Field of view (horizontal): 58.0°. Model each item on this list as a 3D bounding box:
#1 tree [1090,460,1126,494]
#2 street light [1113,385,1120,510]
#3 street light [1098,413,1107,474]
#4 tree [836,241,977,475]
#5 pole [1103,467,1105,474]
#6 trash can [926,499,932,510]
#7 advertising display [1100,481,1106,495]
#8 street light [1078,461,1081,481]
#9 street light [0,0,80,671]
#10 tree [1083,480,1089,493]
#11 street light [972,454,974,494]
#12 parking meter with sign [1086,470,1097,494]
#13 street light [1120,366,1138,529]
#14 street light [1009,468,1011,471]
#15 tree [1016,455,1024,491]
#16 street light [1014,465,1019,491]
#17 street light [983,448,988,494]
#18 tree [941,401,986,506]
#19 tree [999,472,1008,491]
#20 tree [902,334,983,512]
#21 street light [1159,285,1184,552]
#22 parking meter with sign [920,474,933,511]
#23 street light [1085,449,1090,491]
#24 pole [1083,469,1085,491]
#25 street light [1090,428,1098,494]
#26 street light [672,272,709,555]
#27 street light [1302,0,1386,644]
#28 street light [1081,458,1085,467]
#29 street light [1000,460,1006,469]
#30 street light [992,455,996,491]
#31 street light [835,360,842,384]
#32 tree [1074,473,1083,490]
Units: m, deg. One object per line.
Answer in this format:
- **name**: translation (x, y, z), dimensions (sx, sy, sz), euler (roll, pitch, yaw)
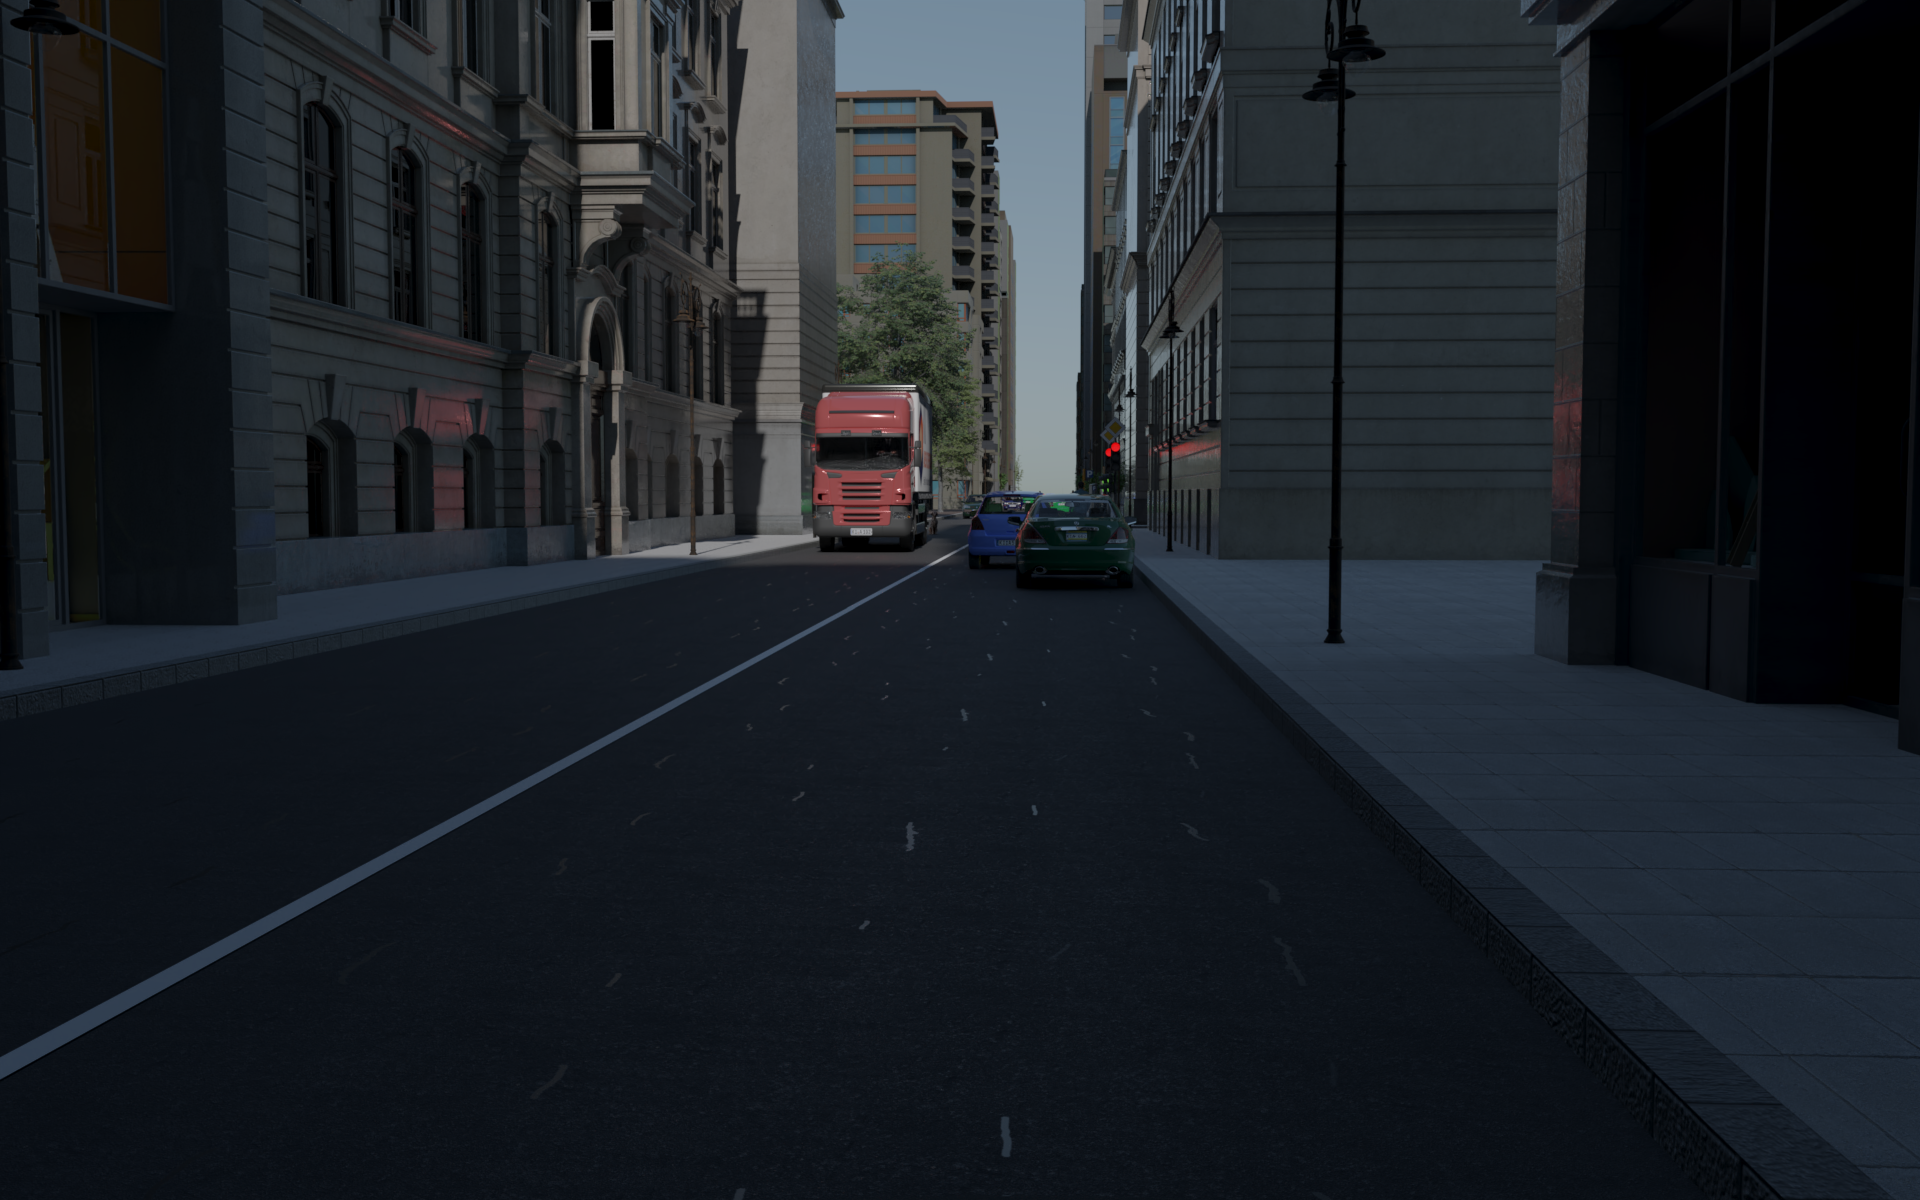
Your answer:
- **tree**: translation (7.615, -5.564, 85.573), dimensions (1.663, 3.219, 1.824), euler (0, 3, 0)
- **street light**: translation (6.744, -6.158, 73.477), dimensions (0.468, 5.910, 1.993), euler (0, 4, 3)
- **street light**: translation (8.170, -7.610, 97.210), dimensions (0.468, 5.910, 1.993), euler (0, 4, 3)
- **tree**: translation (-3.668, -11.155, 89.043), dimensions (9.857, 13.997, 8.962), euler (0, 3, 0)
- **pole**: translation (10.640, -8.220, 128.245), dimensions (0.158, 3.312, 0.155), euler (0, 3, 0)
- **trash can**: translation (-2.465, -7.843, 139.892), dimensions (0.748, 1.137, 0.748), euler (0, 3, 0)
- **advertising display**: translation (6.685, -4.644, 81.150), dimensions (0.123, 1.923, 0.974), euler (0, 4, -4)
- **street light**: translation (14.074, -13.773, 197.968), dimensions (0.468, 5.910, 1.993), euler (0, 4, 3)
- **street light**: translation (-6.956, -2.429, 12.498), dimensions (0.468, 5.910, 1.993), euler (0, 4, 3)
- **tree**: translation (11.439, -9.351, 147.486), dimensions (1.663, 3.219, 1.824), euler (0, 3, 0)
- **street light**: translation (1.089, -10.726, 148.163), dimensions (0.468, 5.910, 1.993), euler (0, 4, 3)
- **parking meter with sign**: translation (9.666, -7.937, 126.031), dimensions (0.543, 3.016, 1.738), euler (-1, 4, -13)
- **street light**: translation (6.156, -5.492, 62.578), dimensions (0.468, 5.910, 1.993), euler (0, 4, 3)
- **street light**: translation (7.378, -17.255, 254.898), dimensions (0.468, 5.910, 1.993), euler (0, 4, 3)
- **tree**: translation (9.566, -21.767, 306.254), dimensions (4.737, 8.622, 4.395), euler (0, 3, 0)
- **street light**: translation (8.771, -18.706, 278.633), dimensions (0.468, 5.910, 1.993), euler (0, 4, 3)
- **street light**: translation (2.509, -12.178, 171.896), dimensions (0.468, 5.910, 1.993), euler (0, 4, 3)
- **tree**: translation (0.214, -11.386, 136.526), dimensions (4.360, 8.622, 3.978), euler (0, 3, 0)
- **tree**: translation (4.626, -14.701, 224.071), dimensions (4.285, 4.588, 4.351), euler (0, 3, 0)
- **tree**: translation (-1.675, -12.443, 121.563), dimensions (7.486, 12.596, 7.792), euler (0, 3, 0)
- **street light**: translation (4.679, -4.018, 38.487), dimensions (0.468, 5.910, 1.993), euler (0, 4, 3)
- **parking meter with sign**: translation (-2.947, -8.335, 132.538), dimensions (1.738, 3.016, 0.543), euler (0, 3, 0)
- **street light**: translation (11.251, -10.825, 149.778), dimensions (0.468, 5.910, 1.993), euler (0, 4, 3)
- **pole**: translation (10.012, -8.938, 139.986), dimensions (0.158, 3.312, 0.155), euler (0, 3, 0)
- **street light**: translation (9.529, -9.086, 121.340), dimensions (0.468, 5.910, 1.993), euler (0, 4, 3)
- **street light**: translation (-5.607, -3.881, 36.235), dimensions (0.468, 5.910, 1.993), euler (0, 4, 3)
- **street light**: translation (3.228, -2.567, 14.756), dimensions (0.468, 5.910, 1.993), euler (0, 4, 3)
- **street light**: translation (12.608, -12.290, 173.723), dimensions (0.468, 5.910, 1.993), euler (0, 4, 3)
- **street light**: translation (5.891, -15.803, 231.169), dimensions (0.468, 5.910, 1.993), euler (0, 4, 3)
- **street light**: translation (3.862, -13.640, 195.796), dimensions (0.468, 5.910, 1.993), euler (0, 4, 3)
- **street light**: translation (-4.192, -5.332, 59.968), dimensions (0.468, 5.910, 1.993), euler (0, 4, 3)
- **tree**: translation (16.546, -15.008, 229.096), dimensions (4.285, 4.588, 4.351), euler (0, 3, 0)
